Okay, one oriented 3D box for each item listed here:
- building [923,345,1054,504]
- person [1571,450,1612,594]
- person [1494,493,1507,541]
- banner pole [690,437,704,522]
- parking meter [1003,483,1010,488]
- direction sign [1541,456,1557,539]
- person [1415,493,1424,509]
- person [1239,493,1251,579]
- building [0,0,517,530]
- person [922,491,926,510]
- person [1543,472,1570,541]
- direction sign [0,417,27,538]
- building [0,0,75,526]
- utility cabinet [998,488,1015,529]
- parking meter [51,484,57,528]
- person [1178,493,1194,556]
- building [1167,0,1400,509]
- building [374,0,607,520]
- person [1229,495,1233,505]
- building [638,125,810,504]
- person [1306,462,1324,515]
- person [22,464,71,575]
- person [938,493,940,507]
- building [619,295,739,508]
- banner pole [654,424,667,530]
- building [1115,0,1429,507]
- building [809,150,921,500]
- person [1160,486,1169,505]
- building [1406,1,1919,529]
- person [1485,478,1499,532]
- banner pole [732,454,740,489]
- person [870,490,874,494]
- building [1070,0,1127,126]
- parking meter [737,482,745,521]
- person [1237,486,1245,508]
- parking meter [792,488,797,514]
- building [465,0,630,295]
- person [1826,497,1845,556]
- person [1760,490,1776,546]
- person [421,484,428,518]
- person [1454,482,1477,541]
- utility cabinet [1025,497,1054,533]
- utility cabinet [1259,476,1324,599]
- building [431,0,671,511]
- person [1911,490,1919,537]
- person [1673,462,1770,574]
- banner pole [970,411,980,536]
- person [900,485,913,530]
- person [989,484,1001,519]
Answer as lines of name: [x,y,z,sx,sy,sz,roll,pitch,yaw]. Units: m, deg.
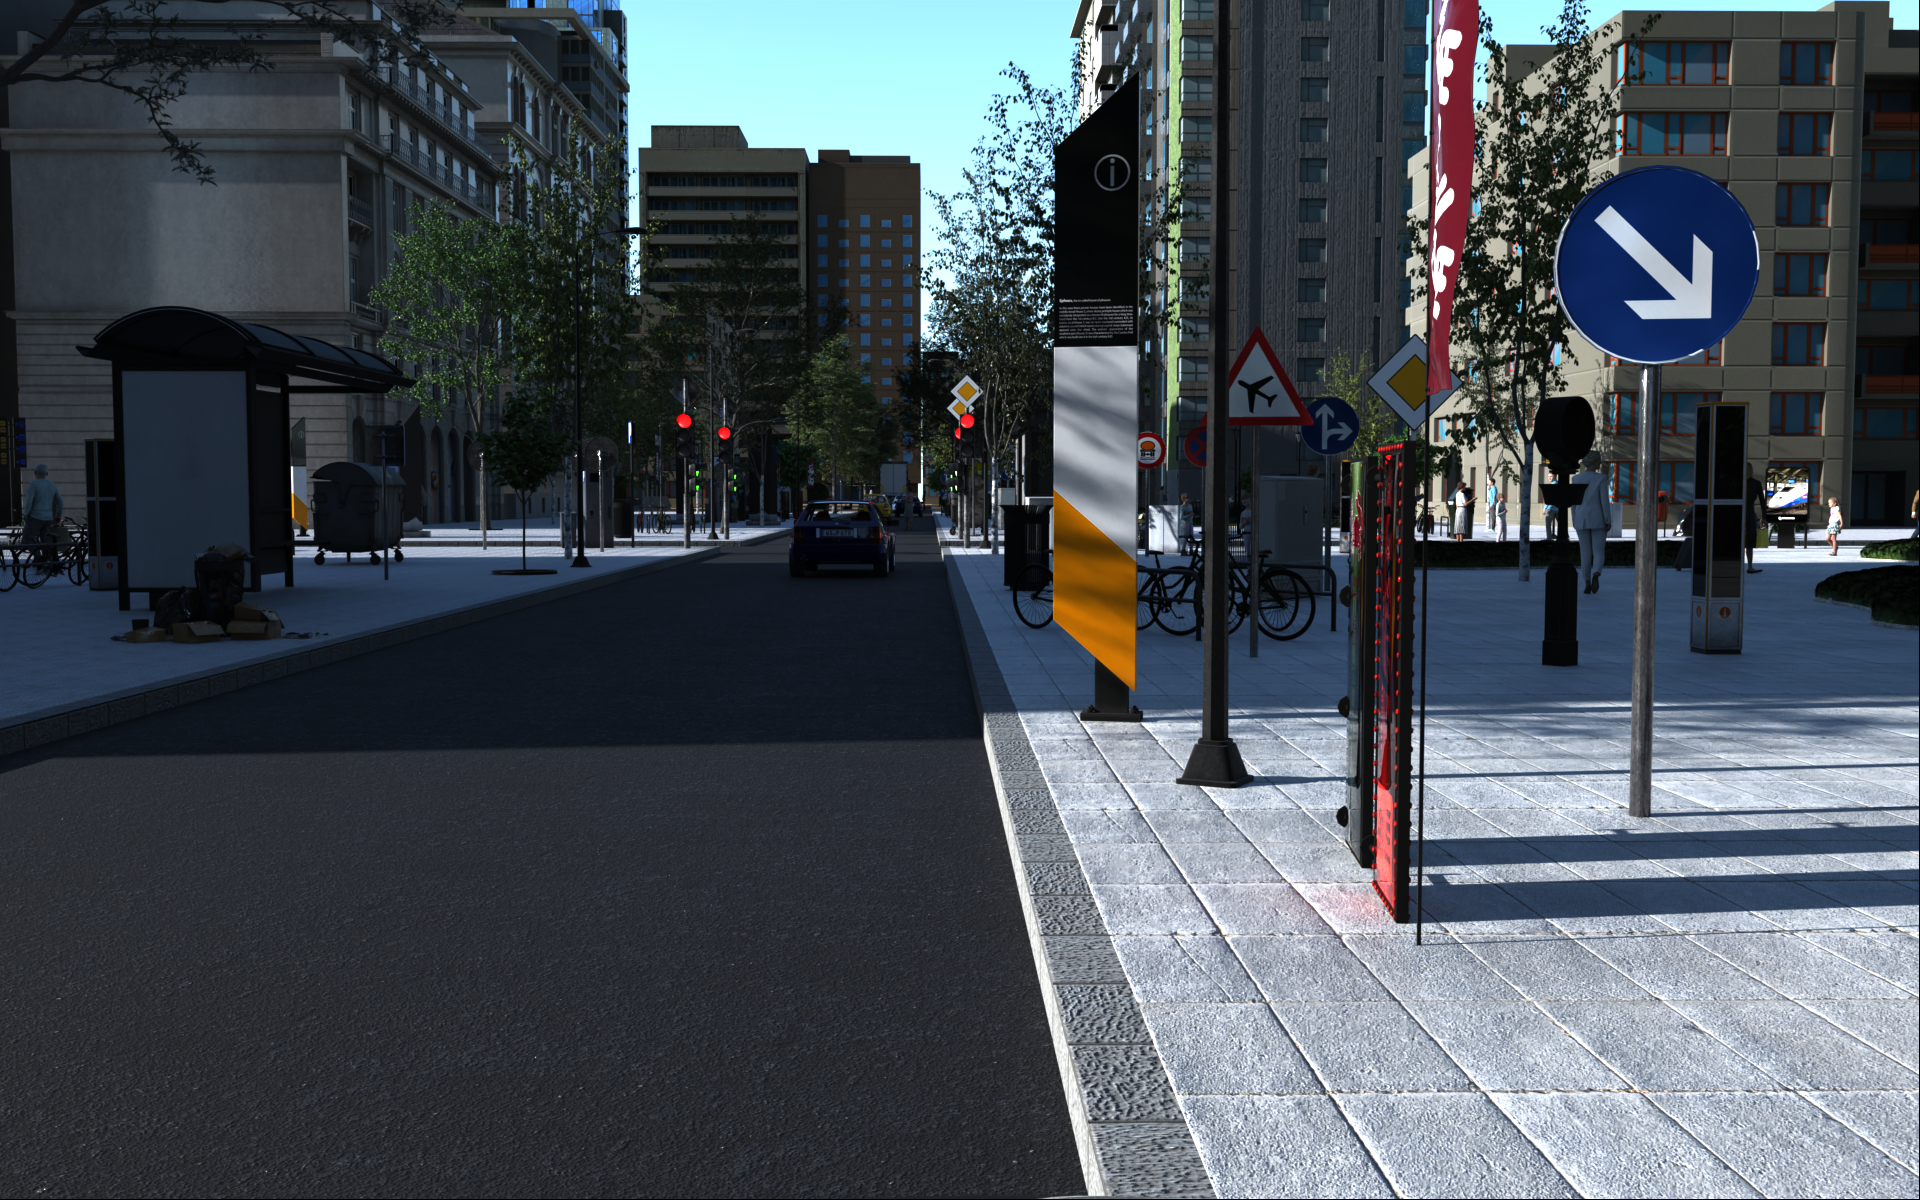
building: [9.412,-23.911,235.991,28.899,21.520,27.650,0,4,-1]
person: [8.015,-0.985,22.019,0.514,1.842,0.818,2,4,23]
person: [12.997,-1.905,41.474,0.394,1.301,0.425,2,4,29]
banner pole: [-11.445,-5.236,75.619,0.863,3.779,0.401,-3,5,-42]
parking meter: [2.544,-5.438,94.626,0.399,1.863,0.255,2,4,24]
direction sign: [16.950,-3.509,49.367,0.379,3.537,0.876,-3,4,-36]
person: [9.073,-1.757,34.953,0.590,1.801,0.661,-1,4,-16]
person: [4.386,-0.966,26.122,0.425,1.301,0.394,2,4,28]
building: [-28.257,-14.178,73.605,13.314,21.916,24.055,0,4,-1]
person: [-3.292,-8.884,154.572,0.721,1.723,1.217,0,4,-6]
person: [14.300,-2.181,41.569,0.638,1.841,0.748,-2,4,-29]
direction sign: [-27.959,-3.612,51.057,0.379,3.537,0.876,3,4,37]
building: [-49.200,-16.747,67.328,24.014,27.812,14.314,0,4,-1]
utility cabinet: [1.805,-3.274,62.210,1.173,1.500,0.318,-3,5,-41]
parking meter: [-21.190,-1.947,40.246,0.372,1.533,0.369,0,3,0]
person: [4.728,-1.559,35.804,0.394,1.301,0.425,2,4,27]
building: [20.900,-26.504,116.927,14.154,41.232,14.086,0,4,-1]
building: [-28.792,-18.962,97.417,14.401,28.519,23.554,0,4,-1]
person: [15.064,-5.261,96.743,0.352,1.250,0.332,-1,4,-17]
building: [-30.335,-37.140,230.932,21.600,48.544,21.300,0,4,-1]
person: [5.367,-1.229,26.565,0.534,1.772,0.576,-2,4,-32]
person: [-14.597,-1.295,27.709,0.515,1.767,0.782,1,4,18]
person: [-1.879,-9.848,168.533,0.593,1.643,0.415,0,4,-3]
building: [-37.931,-19.993,171.922,28.899,21.520,27.650,0,4,-1]
banner pole: [-10.792,-4.408,62.087,0.401,3.779,0.863,1,4,9]
building: [24.612,-31.978,142.454,23.786,49.044,30.456,0,4,-1]
building: [-12.266,-35.360,228.249,14.200,45.320,14.600,0,4,-1]
person: [12.497,-6.074,105.704,0.532,1.782,0.716,-1,4,-19]
building: [37.818,-14.144,76.295,28.899,21.520,27.650,0,4,-1]
person: [18.225,-3.233,58.923,0.620,1.820,0.660,1,4,12]
banner pole: [-12.328,-6.419,94.972,0.863,3.779,0.401,3,5,41]
person: [-6.473,-7.214,127.173,1.217,1.736,0.721,0,4,7]
building: [26.273,-35.641,171.972,28.713,52.752,27.495,0,4,-1]
parking meter: [-10.406,-4.683,82.270,0.399,1.863,0.255,0,4,-4]
person: [16.921,-6.009,104.558,0.678,1.792,0.850,0,4,4]
parking meter: [-10.301,-6.279,108.365,0.399,1.863,0.255,1,4,20]
building: [-57.083,-56.076,229.515,31.000,86.520,22.319,0,4,-1]
person: [18.211,-1.521,35.933,0.382,1.210,0.505,0,4,-3]
person: [21.567,-2.294,46.132,0.853,1.813,0.709,-1,4,-21]
person: [-17.130,-2.967,54.660,0.679,1.850,0.850,-1,4,-8]
person: [13.331,-2.242,45.735,0.524,1.755,0.480,-1,4,-10]
utility cabinet: [2.036,-1.764,40.007,1.020,1.237,0.306,-1,4,-17]
utility cabinet: [4.070,-0.771,21.291,0.318,1.500,1.173,3,5,39]
building: [-39.898,-27.092,134.841,32.217,40.220,23.993,0,4,-1]
person: [24.425,-2.171,43.905,0.656,1.842,0.836,-3,5,-40]
person: [12.513,-1.350,28.329,0.699,1.804,1.509,-1,4,-21]
banner pole: [0.411,-3.841,52.816,0.401,3.779,0.863,0,4,-1]
person: [-2.152,-3.666,68.798,0.532,1.782,0.716,-1,4,-21]
person: [1.810,-4.807,84.911,0.850,1.792,0.678,1,4,8]
